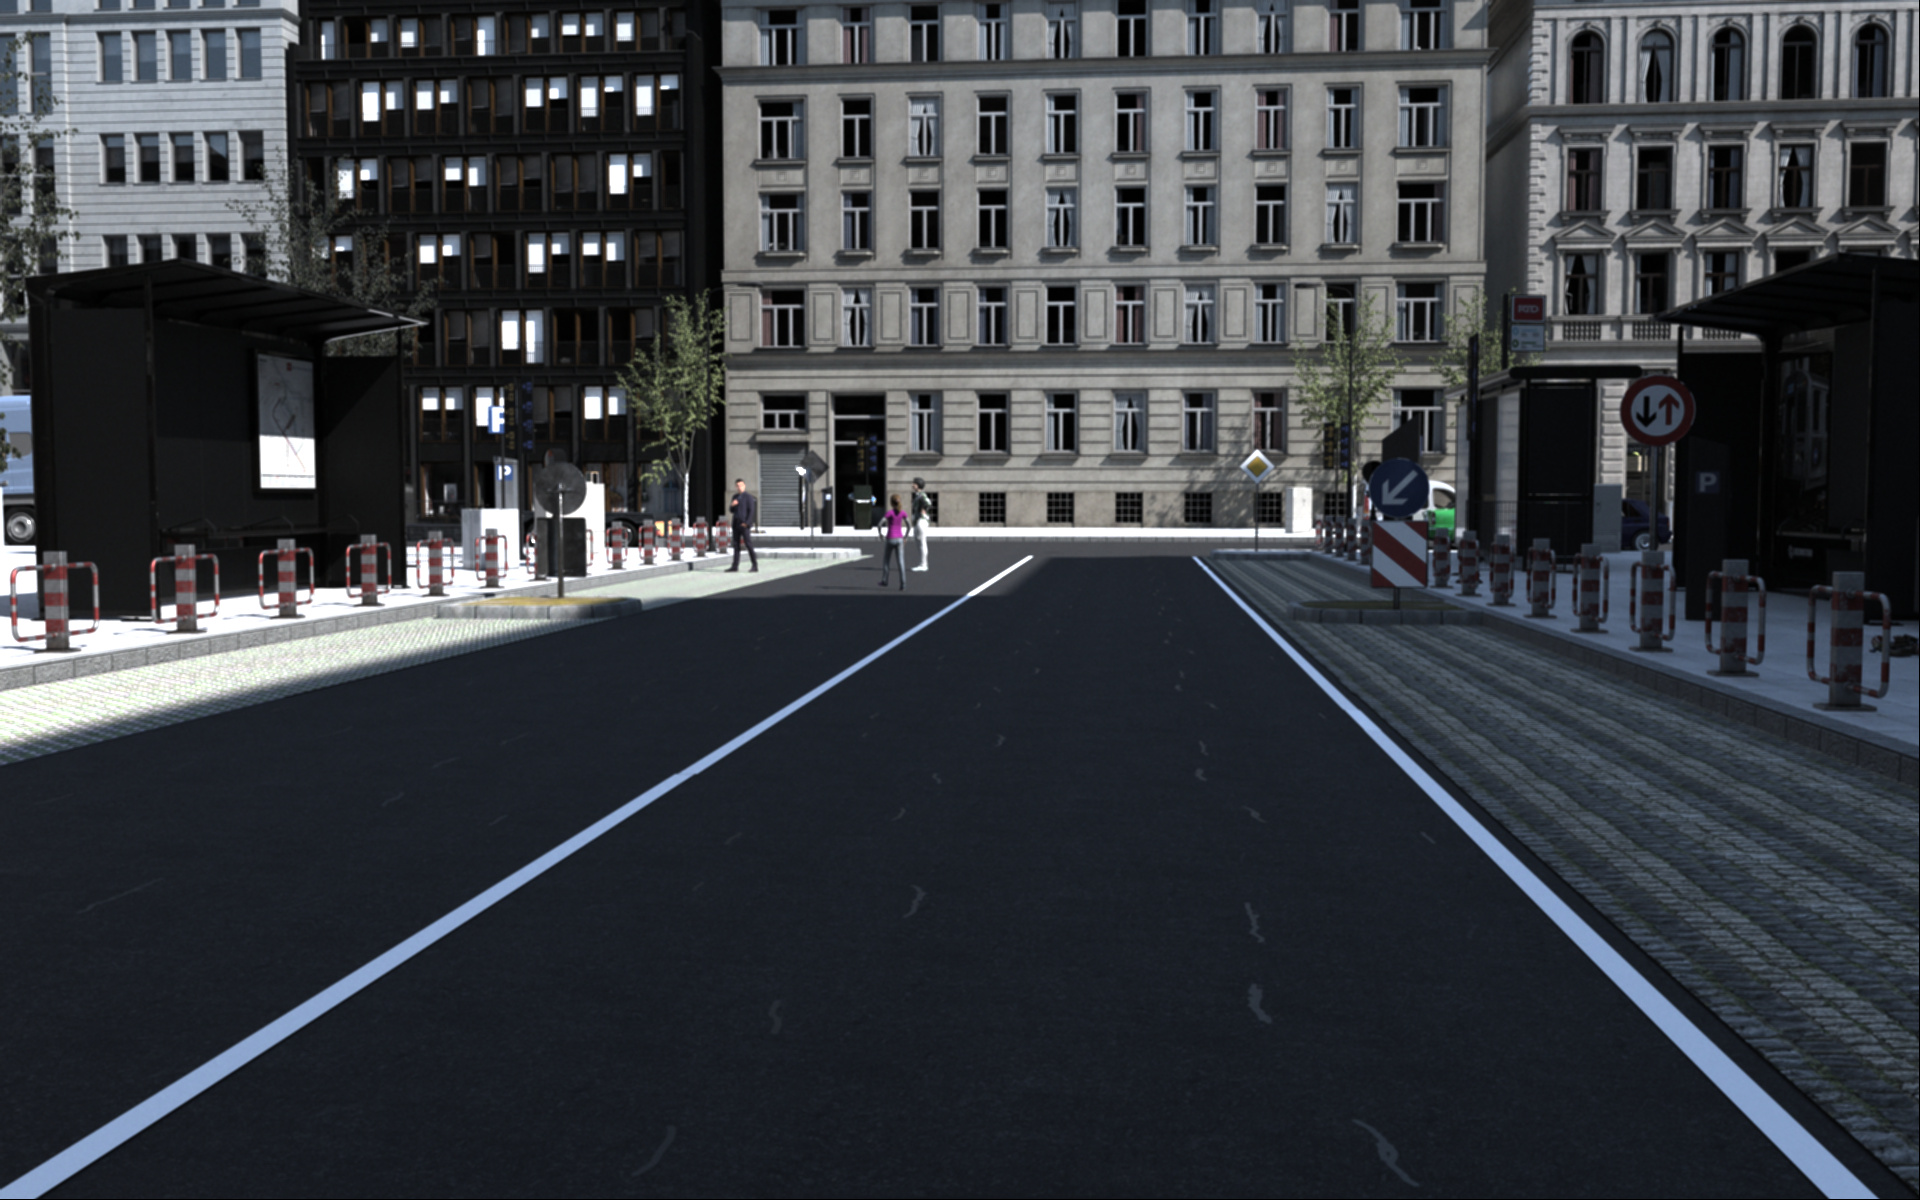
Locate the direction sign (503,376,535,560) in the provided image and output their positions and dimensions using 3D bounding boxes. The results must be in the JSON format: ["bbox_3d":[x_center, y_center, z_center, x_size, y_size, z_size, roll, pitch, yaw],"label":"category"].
[{"bbox_3d":[-8.526,-2.541,33.536,0.876,3.537,0.379,3,4,38],"label":"direction sign"}]

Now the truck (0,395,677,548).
[{"bbox_3d":[-16.837,-3.367,44.806,18.799,4.110,2.967,0,4,4],"label":"truck"}]

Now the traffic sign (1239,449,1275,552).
[{"bbox_3d":[6.582,-2.127,38.411,0.795,2.450,0.064,0,4,6],"label":"traffic sign"}]

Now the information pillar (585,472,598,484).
[{"bbox_3d":[-12.278,-3.260,57.797,0.304,2.012,0.304,2,4,34],"label":"information pillar"}]

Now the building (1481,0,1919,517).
[{"bbox_3d":[30.404,-14.555,66.847,19.941,23.489,11.050,0,4,6],"label":"building"}]

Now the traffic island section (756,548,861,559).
[{"bbox_3d":[-3.387,-1.051,39.466,2.009,0.180,2.903,0,4,6],"label":"traffic island section"}]

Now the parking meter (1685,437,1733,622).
[{"bbox_3d":[7.593,-0.724,17.547,0.399,1.863,0.255,2,4,30],"label":"parking meter"}]

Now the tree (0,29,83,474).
[{"bbox_3d":[-15.071,-4.617,25.849,4.360,8.622,3.978,0,3,0],"label":"tree"}]

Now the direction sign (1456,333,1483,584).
[{"bbox_3d":[7.336,-2.009,24.846,0.379,3.537,0.876,1,4,9],"label":"direction sign"}]

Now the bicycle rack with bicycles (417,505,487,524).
[{"bbox_3d":[-16.954,-2.783,58.889,2.852,0.926,2.925,1,4,21],"label":"bicycle rack with bicycles"}]

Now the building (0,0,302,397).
[{"bbox_3d":[-40.063,-18.090,73.256,29.804,29.767,11.434,0,4,6],"label":"building"}]

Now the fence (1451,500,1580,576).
[{"bbox_3d":[8.878,-1.004,27.622,2.264,1.192,0.480,-2,4,-26],"label":"fence"}]

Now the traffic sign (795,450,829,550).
[{"bbox_3d":[-3.363,-2.187,39.402,0.795,2.450,0.064,0,4,6],"label":"traffic sign"}]

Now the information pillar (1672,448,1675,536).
[{"bbox_3d":[22.276,-3.807,53.605,0.504,3.616,0.183,-2,4,-29],"label":"information pillar"}]

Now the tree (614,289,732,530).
[{"bbox_3d":[-9.973,-6.833,62.080,4.737,8.622,4.395,0,3,0],"label":"tree"}]

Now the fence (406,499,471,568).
[{"bbox_3d":[-9.418,-1.230,31.319,0.480,1.192,2.264,1,4,16],"label":"fence"}]

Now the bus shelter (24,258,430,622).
[{"bbox_3d":[-8.297,-1.784,20.448,1.731,3.624,6.357,0,4,6],"label":"bus shelter"}]

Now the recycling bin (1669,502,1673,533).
[{"bbox_3d":[23.819,-2.721,57.042,0.722,1.027,0.722,3,4,39],"label":"recycling bin"}]

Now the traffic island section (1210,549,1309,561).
[{"bbox_3d":[6.606,-0.991,38.486,2.009,0.180,2.903,0,4,6],"label":"traffic island section"}]

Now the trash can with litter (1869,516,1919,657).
[{"bbox_3d":[8.072,-0.186,14.103,1.678,1.210,2.233,2,4,33],"label":"trash can with litter"}]

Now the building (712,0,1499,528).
[{"bbox_3d":[5.794,-14.604,72.061,30.059,22.955,16.112,0,4,6],"label":"building"}]

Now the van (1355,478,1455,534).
[{"bbox_3d":[12.527,-2.371,45.780,4.112,2.044,2.013,0,4,4],"label":"van"}]

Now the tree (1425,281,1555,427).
[{"bbox_3d":[18.492,-6.753,60.775,4.737,8.622,4.395,0,3,0],"label":"tree"}]

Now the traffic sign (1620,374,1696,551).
[{"bbox_3d":[7.429,-1.127,18.528,0.768,2.556,0.104,1,4,9],"label":"traffic sign"}]

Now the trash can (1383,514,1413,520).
[{"bbox_3d":[9.047,-1.477,35.802,0.748,1.137,0.748,0,3,0],"label":"trash can"}]

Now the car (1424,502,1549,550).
[{"bbox_3d":[13.902,-2.102,43.171,4.718,1.807,1.959,0,4,5],"label":"car"}]

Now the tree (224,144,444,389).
[{"bbox_3d":[-13.669,-5.323,37.390,4.360,8.622,3.978,0,3,0],"label":"tree"}]

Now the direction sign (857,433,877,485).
[{"bbox_3d":[-3.476,-4.454,64.817,0.876,3.537,0.379,2,4,31],"label":"direction sign"}]

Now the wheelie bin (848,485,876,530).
[{"bbox_3d":[-3.512,-3.304,61.921,0.980,1.594,0.693,0,4,-7],"label":"wheelie bin"}]

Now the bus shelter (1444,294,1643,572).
[{"bbox_3d":[10.479,-3.359,32.557,2.179,5.291,8.768,0,4,6],"label":"bus shelter"}]

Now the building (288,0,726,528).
[{"bbox_3d":[-17.269,-14.826,72.085,15.834,23.373,12.332,0,4,6],"label":"building"}]

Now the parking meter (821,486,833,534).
[{"bbox_3d":[-4.274,-2.892,55.691,0.372,1.533,0.369,0,3,0],"label":"parking meter"}]

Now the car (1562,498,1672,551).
[{"bbox_3d":[14.709,-1.746,41.119,3.894,1.354,1.945,0,4,7],"label":"car"}]

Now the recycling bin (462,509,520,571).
[{"bbox_3d":[-7.985,-1.034,29.462,0.722,1.027,0.722,-3,5,-44],"label":"recycling bin"}]

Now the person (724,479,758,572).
[{"bbox_3d":[-3.997,-1.359,31.638,0.530,1.710,0.541,-3,5,-45],"label":"person"}]

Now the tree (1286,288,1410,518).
[{"bbox_3d":[13.757,-6.788,61.340,4.737,8.622,4.395,0,3,0],"label":"tree"}]

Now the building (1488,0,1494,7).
[{"bbox_3d":[37.512,-30.383,146.865,14.600,45.320,14.200,0,4,6],"label":"building"}]

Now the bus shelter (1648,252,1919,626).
[{"bbox_3d":[9.666,-1.748,19.867,1.731,3.624,6.357,0,4,5],"label":"bus shelter"}]

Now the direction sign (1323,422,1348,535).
[{"bbox_3d":[11.960,-3.852,54.971,0.876,3.537,0.379,2,4,31],"label":"direction sign"}]

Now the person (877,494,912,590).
[{"bbox_3d":[-1.046,-0.864,25.865,0.726,1.435,0.776,-2,4,-29],"label":"person"}]

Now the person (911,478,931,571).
[{"bbox_3d":[-0.721,-1.412,32.311,0.376,1.734,0.841,0,4,1],"label":"person"}]
